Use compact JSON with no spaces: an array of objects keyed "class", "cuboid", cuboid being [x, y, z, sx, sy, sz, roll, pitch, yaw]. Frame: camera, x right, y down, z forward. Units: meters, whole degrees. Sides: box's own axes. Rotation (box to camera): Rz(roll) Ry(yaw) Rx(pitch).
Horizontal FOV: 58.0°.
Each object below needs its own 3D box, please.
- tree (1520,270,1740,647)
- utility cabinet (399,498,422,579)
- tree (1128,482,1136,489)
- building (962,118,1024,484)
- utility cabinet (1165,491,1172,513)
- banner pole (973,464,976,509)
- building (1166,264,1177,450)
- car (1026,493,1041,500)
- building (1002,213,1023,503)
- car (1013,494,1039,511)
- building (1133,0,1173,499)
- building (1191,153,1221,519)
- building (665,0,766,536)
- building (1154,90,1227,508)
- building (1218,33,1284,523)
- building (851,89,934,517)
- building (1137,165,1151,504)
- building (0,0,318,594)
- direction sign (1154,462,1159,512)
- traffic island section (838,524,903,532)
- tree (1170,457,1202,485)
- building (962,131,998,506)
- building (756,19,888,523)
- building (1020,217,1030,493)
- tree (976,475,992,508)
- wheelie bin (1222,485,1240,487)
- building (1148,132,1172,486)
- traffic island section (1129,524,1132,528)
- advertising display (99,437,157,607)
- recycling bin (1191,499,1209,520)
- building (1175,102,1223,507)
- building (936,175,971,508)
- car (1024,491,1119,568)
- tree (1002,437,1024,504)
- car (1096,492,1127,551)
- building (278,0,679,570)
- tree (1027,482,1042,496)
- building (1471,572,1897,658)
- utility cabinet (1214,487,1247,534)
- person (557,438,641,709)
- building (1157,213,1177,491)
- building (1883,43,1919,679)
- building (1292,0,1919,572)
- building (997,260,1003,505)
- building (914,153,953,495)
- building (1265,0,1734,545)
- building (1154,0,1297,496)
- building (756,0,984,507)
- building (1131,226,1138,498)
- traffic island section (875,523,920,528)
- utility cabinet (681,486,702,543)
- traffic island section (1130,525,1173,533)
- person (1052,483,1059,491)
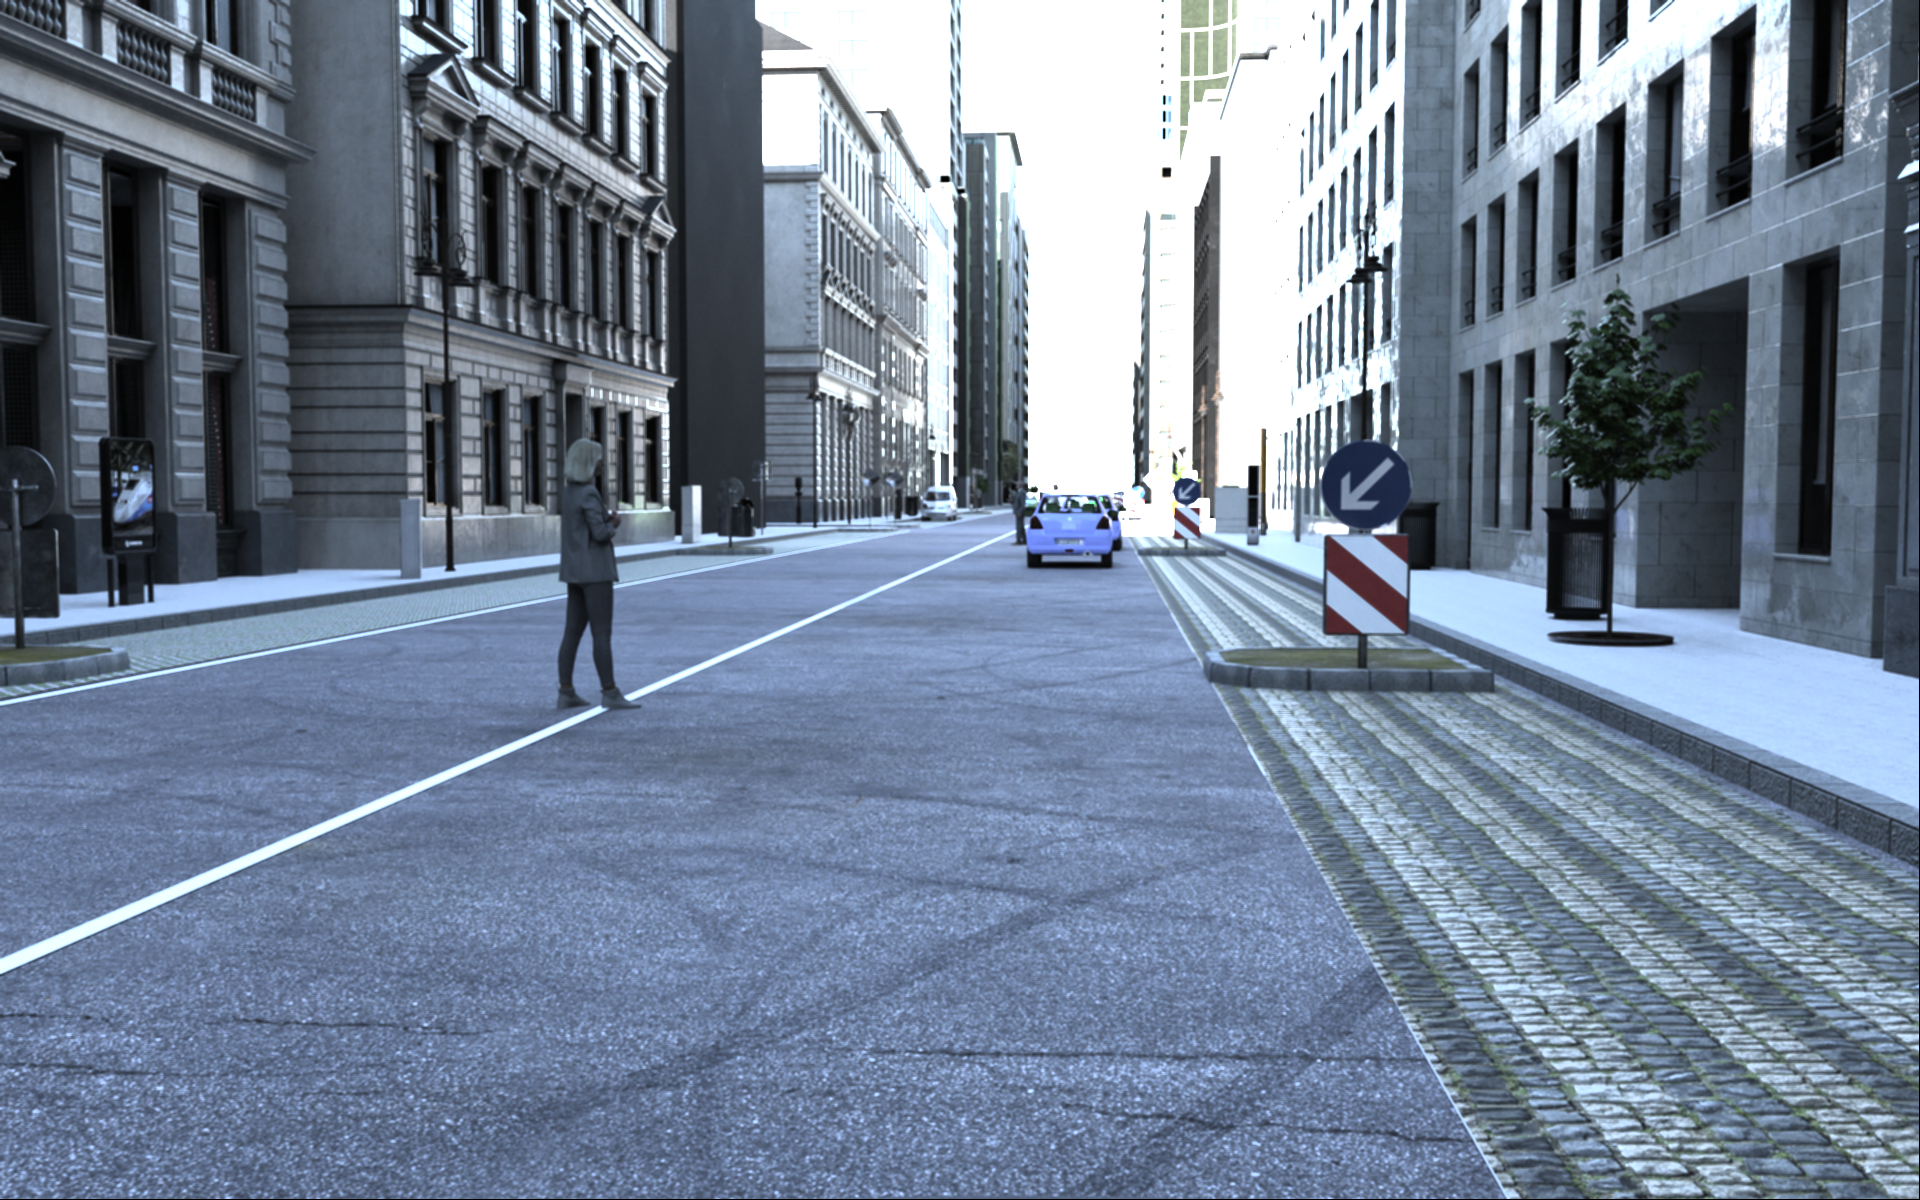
[{"class":"tree","cuboid":[5.529,-1.243,14.920,1.663,3.219,1.824,0,3,0]},{"class":"utility cabinet","cuboid":[-8.431,-0.943,26.580,0.306,1.237,1.020,-1,4,-16]},{"class":"tree","cuboid":[24.706,-15.529,248.493,1.663,3.219,1.824,0,3,0]},{"class":"building","cuboid":[-5.751,-40.272,247.683,28.713,52.752,27.495,0,4,5]},{"class":"utility cabinet","cuboid":[14.153,-6.640,117.236,0.318,1.500,1.173,1,4,22]},{"class":"banner pole","cuboid":[1.194,-9.441,144.382,0.401,3.779,0.863,1,4,21]},{"class":"building","cuboid":[22.380,-18.337,135.973,11.583,22.565,21.152,0,4,5]},{"class":"car","cuboid":[5.471,-7.964,139.259,2.155,1.783,4.494,0,4,3]},{"class":"building","cuboid":[2.478,-37.822,268.500,14.600,45.320,14.200,0,4,5]},{"class":"car","cuboid":[5.183,-7.689,134.506,1.959,1.807,4.718,0,4,7]},{"class":"building","cuboid":[38.316,-58.320,266.201,22.319,86.520,31.000,0,4,5]},{"class":"building","cuboid":[19.521,-16.296,96.123,12.332,23.373,15.834,0,4,5]},{"class":"building","cuboid":[-15.723,-14.047,59.340,15.834,23.373,12.332,0,4,5]},{"class":"building","cuboid":[34.253,-28.568,158.971,32.217,40.220,23.993,0,4,5]},{"class":"building","cuboid":[27.351,-15.896,78.969,30.058,24.678,14.314,0,4,5]},{"class":"building","cuboid":[-8.968,-18.988,107.713,12.463,27.353,25.104,0,4,5]},{"class":"building","cuboid":[36.080,-37.768,241.205,21.300,48.544,21.600,0,4,5]},{"class":"building","cuboid":[-16.319,-11.611,18.713,11.050,23.489,19.941,0,4,5]},{"class":"direction sign","cuboid":[13.989,-8.019,123.101,0.379,3.537,0.876,-1,4,-12]},{"class":"traffic island section","cuboid":[-3.450,-2.677,66.042,2.009,0.180,2.903,0,4,5]},{"class":"tree","cuboid":[11.700,-5.819,89.745,1.663,3.219,1.824,0,3,0]},{"class":"building","cuboid":[-3.211,-31.016,190.707,14.154,41.232,14.086,0,4,5]},{"class":"building","cuboid":[-10.252,-15.688,85.379,11.050,23.489,19.941,0,4,5]},{"class":"building","cuboid":[0.416,-40.541,286.548,21.300,48.544,21.600,0,4,5]},{"class":"tree","cuboid":[1.877,-9.958,157.411,1.663,3.219,1.824,0,3,0]},{"class":"wheelie bin","cuboid":[9.680,-3.292,61.729,0.980,1.594,0.693,-1,4,-12]},{"class":"building","cuboid":[30.670,-34.506,214.284,14.600,45.320,14.200,0,4,5]},{"class":"traffic island section","cuboid":[8.159,-3.108,73.098,2.009,0.180,2.903,0,4,5]},{"class":"advertising display","cuboid":[-9.622,-0.908,20.066,0.123,1.923,0.974,0,4,4]},{"class":"recycling bin","cuboid":[12.106,-4.582,87.476,0.722,1.027,0.722,-1,4,-16]},{"class":"building","cuboid":[20.750,-18.132,114.483,12.078,24.808,19.932,0,4,5]},{"class":"building","cuboid":[-6.579,-23.538,156.552,14.160,30.474,14.107,0,4,5]},{"class":"car","cuboid":[2.239,-1.554,34.997,1.945,1.707,3.694,0,4,4]},{"class":"tree","cuboid":[6.226,-16.379,218.161,4.360,8.622,3.978,0,3,0]},{"class":"car","cuboid":[3.387,-2.179,45.213,1.945,1.707,3.694,0,4,6]},{"class":"building","cuboid":[-13.240,-10.618,38.237,10.561,19.102,19.286,0,4,5]},{"class":"tree","cuboid":[12.126,-17.388,278.890,1.663,3.219,1.824,0,3,0]},{"class":"building","cuboid":[12.967,-10.157,20.819,10.420,20.320,16.860,0,4,5]},{"class":"utility cabinet","cuboid":[8.786,-2.871,55.625,1.173,1.500,0.318,1,4,22]},{"class":"person","cuboid":[-2.463,-0.183,11.670,0.526,1.800,0.537,-1,4,-23]},{"class":"building","cuboid":[27.495,-24.946,179.576,14.160,30.474,14.107,0,4,5]},{"class":"building","cuboid":[10.640,-9.390,2.678,9.793,20.994,18.267,0,4,5]},{"class":"building","cuboid":[13.503,-11.187,37.660,10.420,20.320,16.860,0,4,5]},{"class":"building","cuboid":[-2.294,-26.561,205.977,14.160,30.474,14.107,0,4,5]},{"class":"building","cuboid":[-7.420,-19.130,130.794,12.078,24.808,19.932,0,4,5]},{"class":"building","cuboid":[15.672,-12.209,54.368,10.420,20.320,16.860,0,4,5]},{"class":"building","cuboid":[32.344,-46.310,195.424,20.563,71.187,20.611,0,4,5]},{"class":"building","cuboid":[-8.127,-44.928,172.821,20.563,71.187,20.611,0,4,5]},{"class":"building","cuboid":[40.074,-40.982,293.749,21.300,48.544,21.600,0,4,5]},{"class":"traffic island section","cuboid":[-2.795,-3.163,74.000,2.009,0.180,2.903,0,4,5]},{"class":"utility cabinet","cuboid":[-7.026,-2.236,45.243,0.318,1.500,1.173,0,4,3]},{"class":"traffic island section","cuboid":[7.504,-2.621,65.140,2.009,0.180,2.903,0,4,5]},{"class":"person","cuboid":[2.862,-2.697,53.086,0.515,1.767,0.782,0,4,5]}]
